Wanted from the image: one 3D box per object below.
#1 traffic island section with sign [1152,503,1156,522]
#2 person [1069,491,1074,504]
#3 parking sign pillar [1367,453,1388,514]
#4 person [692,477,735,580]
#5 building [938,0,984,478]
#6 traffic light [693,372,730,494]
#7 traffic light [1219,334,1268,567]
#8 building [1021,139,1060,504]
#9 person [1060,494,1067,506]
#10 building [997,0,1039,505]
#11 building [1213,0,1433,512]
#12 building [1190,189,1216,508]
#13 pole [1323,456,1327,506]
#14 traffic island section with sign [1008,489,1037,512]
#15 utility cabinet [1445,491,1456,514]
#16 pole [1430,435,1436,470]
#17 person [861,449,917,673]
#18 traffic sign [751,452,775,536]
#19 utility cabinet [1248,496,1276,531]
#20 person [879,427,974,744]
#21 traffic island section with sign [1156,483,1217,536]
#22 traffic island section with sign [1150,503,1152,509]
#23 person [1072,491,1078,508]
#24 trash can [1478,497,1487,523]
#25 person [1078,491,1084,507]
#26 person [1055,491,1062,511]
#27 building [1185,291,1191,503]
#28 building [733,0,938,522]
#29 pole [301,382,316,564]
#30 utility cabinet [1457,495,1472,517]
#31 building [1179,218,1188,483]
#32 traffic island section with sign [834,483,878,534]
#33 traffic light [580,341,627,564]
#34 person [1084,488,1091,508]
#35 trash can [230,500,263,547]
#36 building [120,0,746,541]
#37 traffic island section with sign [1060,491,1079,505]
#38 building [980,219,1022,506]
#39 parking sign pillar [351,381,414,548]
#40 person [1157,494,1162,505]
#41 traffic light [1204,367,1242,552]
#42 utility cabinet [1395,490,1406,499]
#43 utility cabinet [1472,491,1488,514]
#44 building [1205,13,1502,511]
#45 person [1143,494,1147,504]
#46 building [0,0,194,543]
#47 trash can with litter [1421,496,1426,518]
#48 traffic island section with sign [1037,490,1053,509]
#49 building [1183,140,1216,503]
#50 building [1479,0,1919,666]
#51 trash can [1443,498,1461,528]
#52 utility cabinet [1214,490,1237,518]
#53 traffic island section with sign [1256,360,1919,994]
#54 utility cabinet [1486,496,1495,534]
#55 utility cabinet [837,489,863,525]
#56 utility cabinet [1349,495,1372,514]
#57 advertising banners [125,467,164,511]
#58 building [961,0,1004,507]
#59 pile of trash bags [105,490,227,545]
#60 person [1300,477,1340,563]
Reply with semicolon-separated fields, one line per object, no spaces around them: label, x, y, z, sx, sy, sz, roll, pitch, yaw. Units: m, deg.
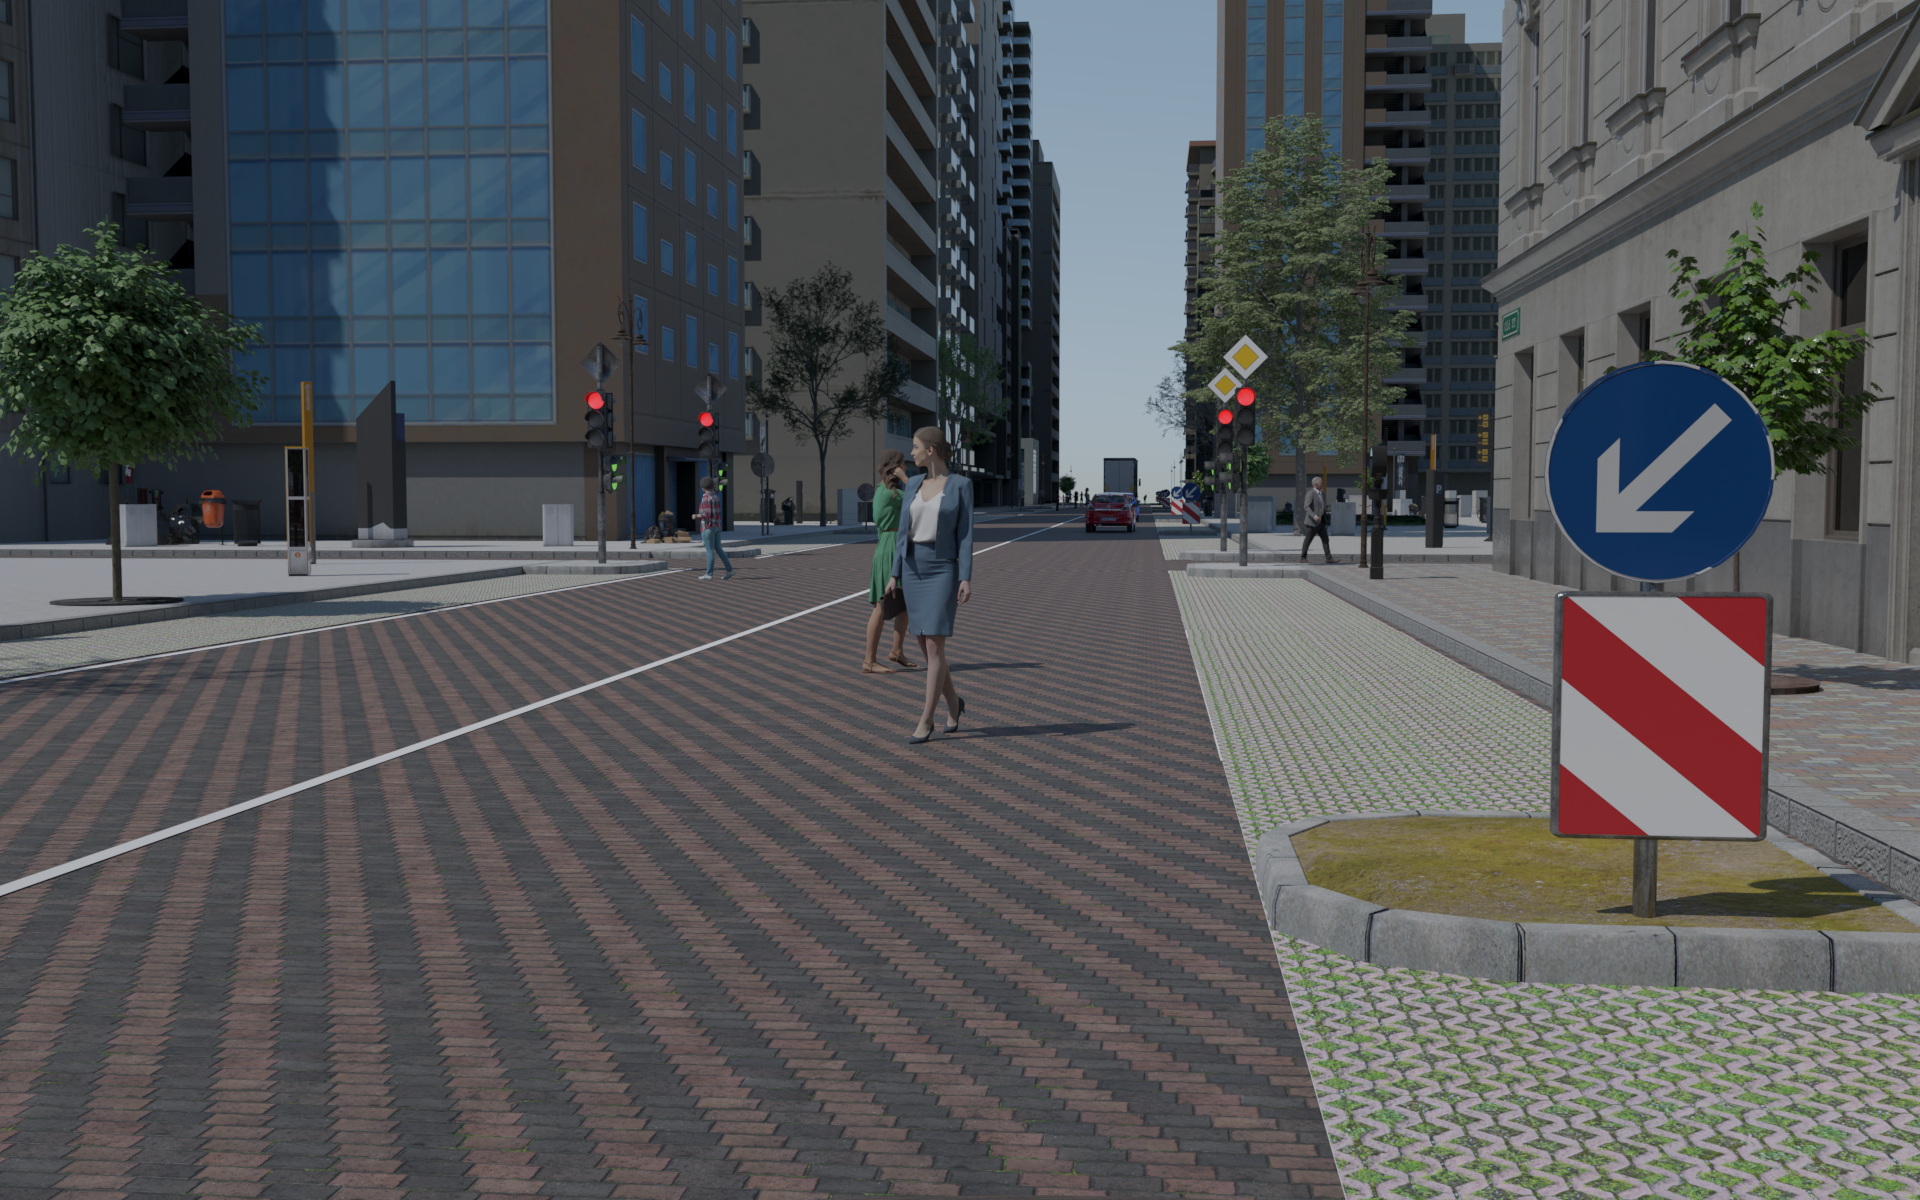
traffic island section with sign;10.873;-4.832;87.628;1.989;1.847;2.006;0;4;6
person;14.369;-13.306;226.051;1.348;1.824;0.705;1;4;12
parking sign pillar;24.647;-6.982;102.635;1.447;3.967;1.447;1;4;22
person;-4.144;-1.206;29.052;0.643;1.720;0.563;1;4;17
building;-10.783;-31.251;130.556;23.786;49.044;30.456;0;4;6
traffic light;-5.727;-3.111;39.794;0.839;4.253;0.868;0;4;6
traffic light;5.010;-2.551;30.622;0.839;4.253;0.868;0;4;6
building;2.707;-37.745;240.827;21.300;48.544;21.600;0;4;6
person;11.986;-11.503;199.798;0.991;1.433;0.599;-2;4;-32
building;-1.030;-55.107;213.667;22.319;86.520;31.000;0;4;6
building;25.876;-29.130;126.393;14.600;45.320;14.200;0;4;6
building;29.682;-24.106;165.829;14.160;30.474;14.107;0;4;6
pole;19.777;-6.118;93.874;0.158;3.312;0.155;0;3;0
traffic island section with sign;4.907;-7.952;138.642;1.989;1.847;2.006;0;4;6
utility cabinet;31.058;-6.178;109.693;0.318;1.500;1.173;3;4;36
pole;16.223;-4.012;59.439;0.158;3.312;0.155;0;3;0
person;-0.565;-0.319;13.957;0.529;1.795;0.600;-2;4;-26
traffic sign;-6.043;-3.237;53.029;0.768;2.556;0.104;1;4;10
utility cabinet;10.597;-3.040;60.864;1.020;1.237;0.306;3;5;40
person;-0.119;-0.100;10.151;0.581;1.822;0.654;3;5;44
traffic island section with sign;7.906;-3.154;60.196;1.989;1.847;2.006;0;4;6
traffic island section with sign;16.337;-7.924;138.185;1.989;1.847;2.006;0;4;6
person;11.507;-10.045;173.251;0.721;1.766;1.217;-2;4;-26
trash can;23.235;-3.961;76.409;0.748;1.137;0.748;0;3;0
person;13.286;-11.026;189.501;1.217;1.735;0.721;-1;4;-13
person;8.389;-8.465;147.586;0.721;1.739;1.217;-2;4;-25
building;37.490;-28.245;233.506;14.160;30.474;14.107;0;4;6
building;-12.970;-28.553;90.541;21.300;48.544;21.600;0;4;6
pole;-11.870;-2.307;31.557;0.158;3.312;0.155;0;3;0
utility cabinet;27.869;-5.172;95.726;1.020;1.237;0.306;-3;5;-39
building;44.511;-38.835;254.552;23.786;49.044;30.456;0;4;6
traffic island section with sign;-3.376;-3.266;62.027;1.989;1.847;2.006;0;4;6
traffic light;-6.585;-2.626;31.855;0.839;4.253;0.868;0;4;6
person;7.059;-5.251;94.622;0.573;1.790;0.520;-1;4;-21
trash can;-17.502;-1.888;42.519;0.748;1.137;0.748;0;3;0
building;-15.095;-24.637;52.931;14.600;45.320;14.200;0;4;6
traffic island section with sign;13.745;-12.957;220.470;1.989;1.847;2.006;0;4;6
building;-1.027;-25.054;181.339;14.160;30.474;14.107;0;4;6
parking sign pillar;-13.927;-3.255;41.687;1.447;3.967;1.447;2;4;33
person;25.137;-12.700;216.698;0.990;1.755;0.434;2;4;34
traffic light;5.868;-3.036;38.561;0.839;4.253;0.868;0;4;6
utility cabinet;25.071;-5.507;98.716;0.318;1.500;1.173;2;4;29
utility cabinet;32.320;-6.058;107.726;1.173;1.500;0.318;-3;4;-38
building;37.013;-27.706;144.879;32.217;40.220;23.993;0;4;6
person;25.630;-13.928;239.458;0.421;1.427;0.697;-1;4;-22
building;-31.179;-22.378;49.474;14.086;41.232;14.154;0;4;6
trash can with litter;20.976;-4.175;79.326;2.233;1.210;1.678;-2;4;-32
traffic island section with sign;7.849;-9.613;165.804;1.989;1.847;2.006;0;4;6
building;38.461;-34.001;210.547;22.147;44.769;28.867;0;4;6
building;14.441;-14.039;5.952;17.030;29.872;44.131;0;4;6
trash can;18.399;-3.260;64.960;0.748;1.137;0.748;0;3;0
utility cabinet;14.191;-5.129;92.532;1.173;1.500;0.318;2;4;24
traffic island section with sign;2.057;0.164;5.945;1.989;1.847;2.006;0;4;6
utility cabinet;17.633;-2.768;56.416;1.020;1.237;0.306;-2;4;-25
utility cabinet;-4.481;-3.774;70.377;0.318;1.500;1.173;3;5;40
utility cabinet;18.229;-4.138;78.813;1.020;1.237;0.306;1;4;13
advertising banners;-21.899;-3.072;46.410;0.090;3.025;2.074;0;4;2
building;-10.355;-34.880;159.523;28.713;52.752;27.495;0;4;6
pile of trash bags;-19.928;-2.089;43.900;3.447;1.369;1.912;2;4;24
person;7.343;-1.619;35.362;0.834;1.777;0.661;3;4;36
